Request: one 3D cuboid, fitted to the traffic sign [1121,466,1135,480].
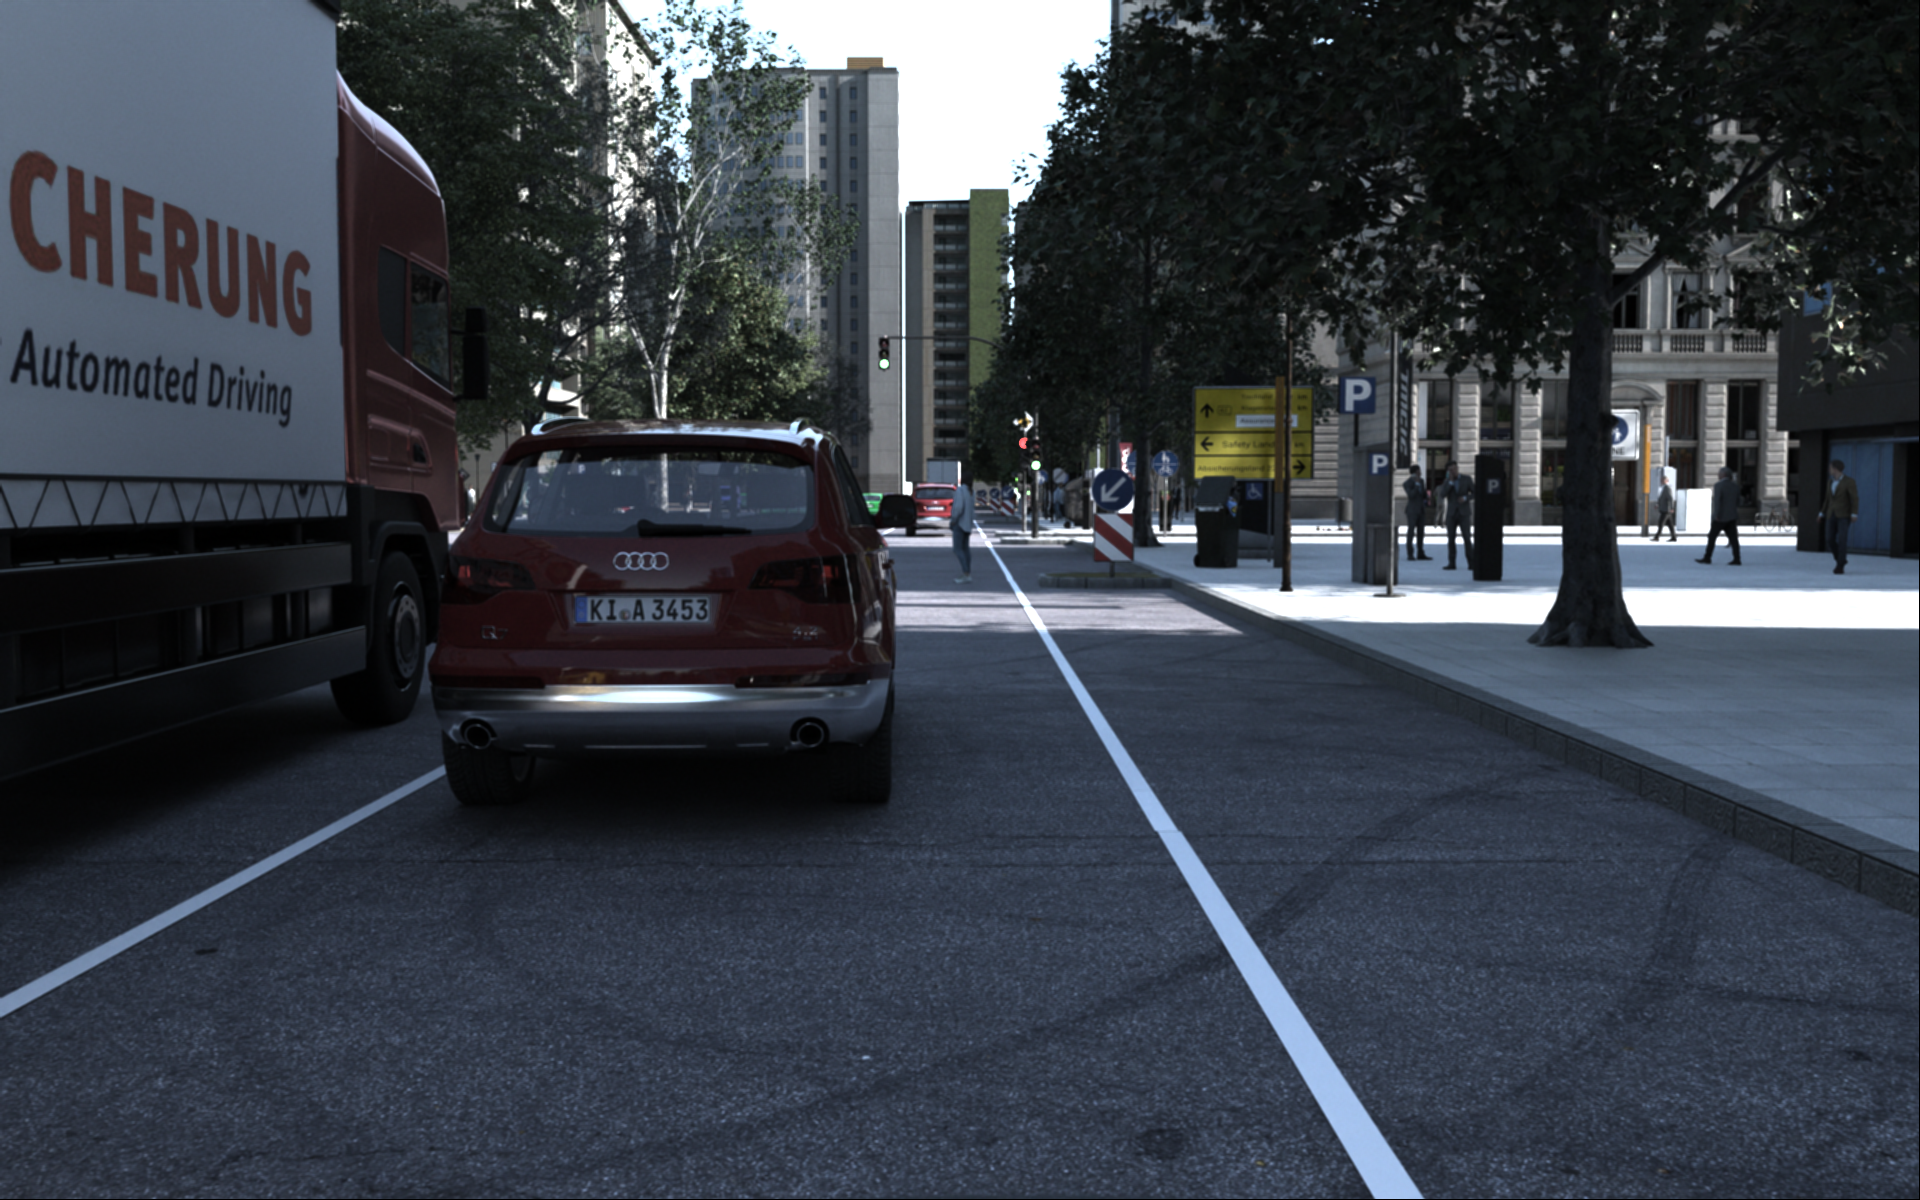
[{"bbox_3d":[6.505,-4.043,66.213,0.768,2.556,0.104,0,4,3],"label":"traffic sign"}]

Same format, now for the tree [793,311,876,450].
[{"bbox_3d":[-10.672,-12.381,115.252,12.009,13.543,11.850,0,3,0],"label":"tree"}]

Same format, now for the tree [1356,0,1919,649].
[{"bbox_3d":[5.269,-5.961,14.474,9.611,12.733,9.660,0,3,0],"label":"tree"}]

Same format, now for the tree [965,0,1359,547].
[{"bbox_3d":[4.555,-7.638,41.889,9.611,12.733,9.660,0,3,0],"label":"tree"}]

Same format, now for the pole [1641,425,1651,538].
[{"bbox_3d":[20.199,-3.494,50.978,0.158,3.312,0.155,0,3,0],"label":"pole"}]

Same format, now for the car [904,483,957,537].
[{"bbox_3d":[-0.840,-3.126,59.784,2.281,1.827,5.304,0,4,-1],"label":"car"}]

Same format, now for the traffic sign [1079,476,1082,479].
[{"bbox_3d":[7.557,-6.393,104.252,0.795,2.593,0.064,0,4,7],"label":"traffic sign"}]

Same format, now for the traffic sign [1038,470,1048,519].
[{"bbox_3d":[4.244,-5.549,90.824,0.768,2.556,0.104,0,4,2],"label":"traffic sign"}]

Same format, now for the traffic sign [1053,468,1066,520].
[{"bbox_3d":[4.813,-5.165,84.560,0.768,2.556,0.104,0,4,6],"label":"traffic sign"}]

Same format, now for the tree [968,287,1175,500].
[{"bbox_3d":[5.142,-8.395,71.675,8.767,10.594,7.601,-1,4,-21],"label":"tree"}]

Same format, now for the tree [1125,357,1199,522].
[{"bbox_3d":[10.432,-7.875,79.121,4.737,8.622,4.395,0,3,0],"label":"tree"}]

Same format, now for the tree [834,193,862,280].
[{"bbox_3d":[-12.046,-14.480,95.089,12.611,20.169,13.585,0,3,0],"label":"tree"}]

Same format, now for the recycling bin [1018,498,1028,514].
[{"bbox_3d":[4.066,-5.997,110.609,0.722,1.027,0.722,0,4,5],"label":"recycling bin"}]

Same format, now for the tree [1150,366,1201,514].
[{"bbox_3d":[12.820,-8.879,95.541,4.360,8.622,3.978,0,3,0],"label":"tree"}]

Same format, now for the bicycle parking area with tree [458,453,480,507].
[{"bbox_3d":[-34.547,-8.290,122.549,9.016,4.147,8.231,1,4,10],"label":"bicycle parking area with tree"}]

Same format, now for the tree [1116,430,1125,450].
[{"bbox_3d":[12.694,-10.246,117.892,4.737,8.622,4.395,0,3,0],"label":"tree"}]

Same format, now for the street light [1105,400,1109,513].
[{"bbox_3d":[4.218,-4.702,49.660,0.468,5.910,1.993,0,3,0],"label":"street light"}]

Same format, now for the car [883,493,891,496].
[{"bbox_3d":[-7.686,-10.891,187.662,1.945,1.707,3.694,0,4,-2],"label":"car"}]

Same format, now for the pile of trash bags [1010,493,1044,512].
[{"bbox_3d":[5.095,-6.962,123.578,3.447,1.369,1.912,2,4,25],"label":"pile of trash bags"}]

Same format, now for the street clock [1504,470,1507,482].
[{"bbox_3d":[14.963,-2.667,48.183,0.471,2.002,0.358,1,4,21],"label":"street clock"}]

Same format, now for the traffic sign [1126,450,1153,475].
[{"bbox_3d":[5.126,-3.021,49.495,0.768,2.556,0.104,0,4,7],"label":"traffic sign"}]

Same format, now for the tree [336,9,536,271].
[{"bbox_3d":[-10.413,-5.461,26.153,8.767,10.594,7.601,0,3,0],"label":"tree"}]

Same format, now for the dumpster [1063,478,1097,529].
[{"bbox_3d":[4.528,-3.614,64.854,1.264,1.857,1.865,0,3,0],"label":"dumpster"}]

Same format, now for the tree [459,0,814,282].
[{"bbox_3d":[-11.931,-12.494,62.618,12.611,20.169,13.585,0,3,0],"label":"tree"}]

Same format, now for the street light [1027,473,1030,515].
[{"bbox_3d":[4.168,-8.104,105.288,0.468,5.910,1.993,0,3,0],"label":"street light"}]

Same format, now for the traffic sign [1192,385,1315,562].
[{"bbox_3d":[5.518,-2.372,32.656,2.265,3.308,0.079,0,4,8],"label":"traffic sign"}]

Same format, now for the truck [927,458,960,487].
[{"bbox_3d":[-1.263,-9.244,140.046,2.839,4.237,11.283,0,4,1],"label":"truck"}]

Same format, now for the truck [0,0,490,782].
[{"bbox_3d":[-4.601,-1.129,7.381,2.839,4.237,11.283,0,4,-1],"label":"truck"}]

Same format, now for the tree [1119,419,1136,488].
[{"bbox_3d":[12.469,-9.863,111.630,4.360,8.622,3.978,0,3,0],"label":"tree"}]

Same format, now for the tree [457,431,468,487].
[{"bbox_3d":[-31.892,-9.551,106.523,4.360,8.622,3.978,0,3,0],"label":"tree"}]

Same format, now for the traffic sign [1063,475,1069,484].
[{"bbox_3d":[5.245,-5.478,89.678,0.768,2.556,0.104,0,4,3],"label":"traffic sign"}]

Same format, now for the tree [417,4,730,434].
[{"bbox_3d":[-10.793,-7.995,43.547,12.009,13.543,11.850,0,3,0],"label":"tree"}]

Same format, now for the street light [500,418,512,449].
[{"bbox_3d":[-22.291,-6.877,85.220,0.468,5.910,1.993,0,3,0],"label":"street light"}]

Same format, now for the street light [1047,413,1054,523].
[{"bbox_3d":[4.147,-6.423,77.808,0.468,5.910,1.993,0,3,0],"label":"street light"}]

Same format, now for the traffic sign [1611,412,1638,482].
[{"bbox_3d":[7.949,-1.164,21.167,0.606,2.300,0.079,0,4,5],"label":"traffic sign"}]

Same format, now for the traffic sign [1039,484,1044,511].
[{"bbox_3d":[6.002,-8.031,131.414,0.768,2.556,0.104,0,4,8],"label":"traffic sign"}]

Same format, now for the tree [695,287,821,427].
[{"bbox_3d":[-11.111,-10.009,84.239,7.486,12.596,7.792,0,3,0],"label":"tree"}]

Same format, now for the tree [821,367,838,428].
[{"bbox_3d":[-11.313,-11.307,105.451,7.486,12.596,7.792,0,3,0],"label":"tree"}]

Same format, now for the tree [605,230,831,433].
[{"bbox_3d":[-10.557,-9.497,74.738,9.611,12.733,9.660,0,3,0],"label":"tree"}]

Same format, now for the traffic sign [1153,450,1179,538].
[{"bbox_3d":[6.009,-3.094,50.690,0.768,2.556,0.104,0,4,1],"label":"traffic sign"}]

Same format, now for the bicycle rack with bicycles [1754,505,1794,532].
[{"bbox_3d":[28.561,-2.784,58.905,2.925,0.926,2.852,-3,4,-38],"label":"bicycle rack with bicycles"}]

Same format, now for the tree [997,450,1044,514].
[{"bbox_3d":[4.224,-7.980,114.179,4.285,4.588,4.351,0,3,0],"label":"tree"}]

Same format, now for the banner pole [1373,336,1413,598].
[{"bbox_3d":[5.389,-1.911,21.270,0.401,3.779,0.863,0,4,-7],"label":"banner pole"}]

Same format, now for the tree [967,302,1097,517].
[{"bbox_3d":[4.715,-10.973,97.542,7.486,12.596,7.792,0,3,0],"label":"tree"}]

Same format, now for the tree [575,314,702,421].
[{"bbox_3d":[-22.599,-13.216,122.734,9.857,13.997,8.962,0,3,0],"label":"tree"}]

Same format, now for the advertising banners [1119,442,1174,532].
[{"bbox_3d":[6.311,-3.822,58.680,2.074,3.025,0.090,-1,4,-19],"label":"advertising banners"}]

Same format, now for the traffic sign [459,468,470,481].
[{"bbox_3d":[-24.648,-5.260,85.734,0.795,2.593,0.064,0,4,3],"label":"traffic sign"}]

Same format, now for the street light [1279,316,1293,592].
[{"bbox_3d":[4.298,-3.049,22.637,0.468,5.910,1.993,0,3,0],"label":"street light"}]

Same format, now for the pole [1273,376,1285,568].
[{"bbox_3d":[5.542,-2.216,30.079,0.158,3.312,0.155,0,3,0],"label":"pole"}]

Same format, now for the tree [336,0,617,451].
[{"bbox_3d":[-10.633,-6.920,33.721,7.486,12.596,7.792,0,3,0],"label":"tree"}]

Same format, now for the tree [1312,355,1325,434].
[{"bbox_3d":[13.177,-7.505,73.069,4.737,8.622,4.395,0,3,0],"label":"tree"}]

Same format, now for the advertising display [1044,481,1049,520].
[{"bbox_3d":[4.356,-5.042,87.655,0.123,1.923,0.974,0,4,-4],"label":"advertising display"}]
